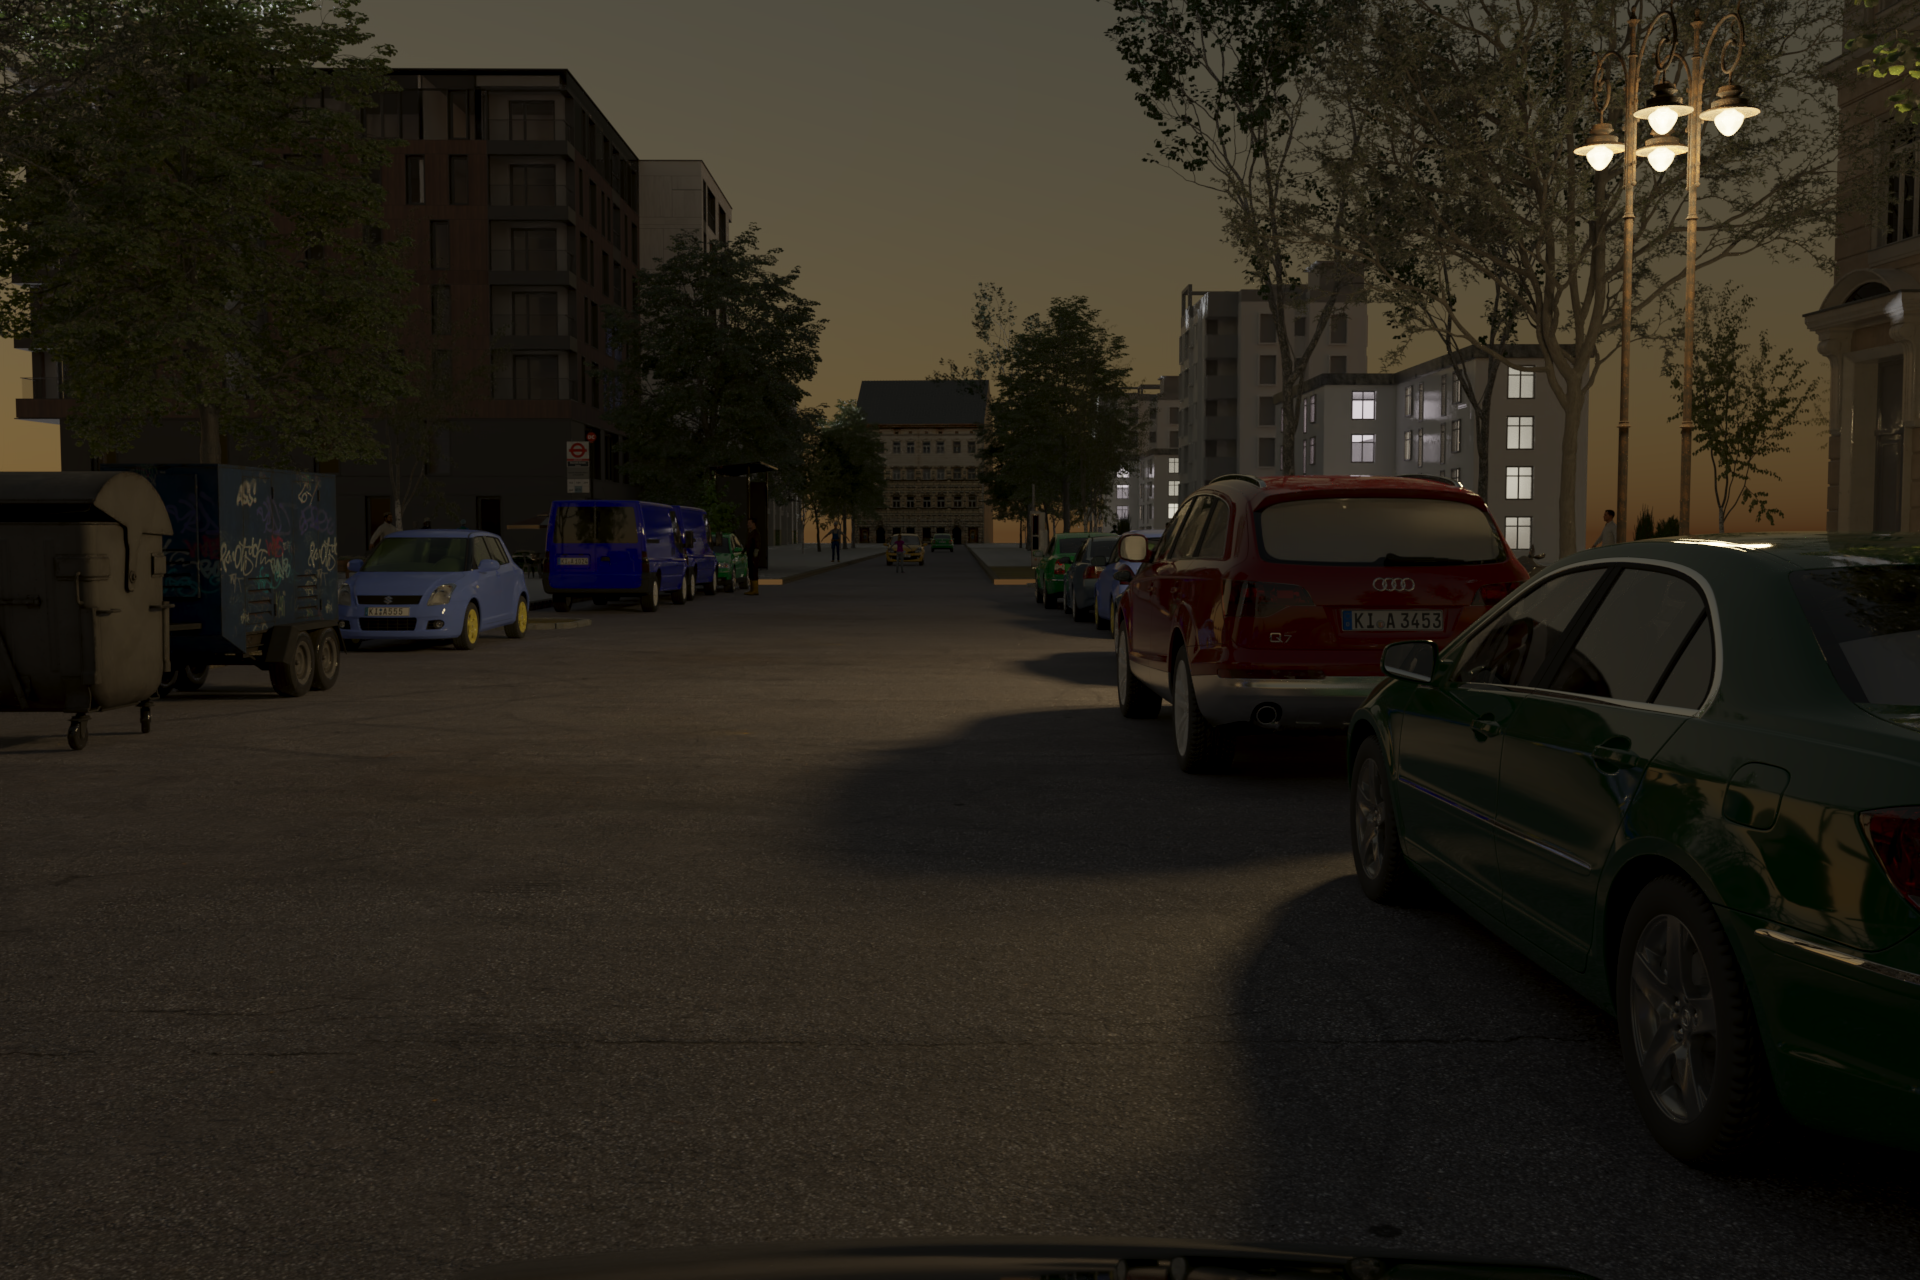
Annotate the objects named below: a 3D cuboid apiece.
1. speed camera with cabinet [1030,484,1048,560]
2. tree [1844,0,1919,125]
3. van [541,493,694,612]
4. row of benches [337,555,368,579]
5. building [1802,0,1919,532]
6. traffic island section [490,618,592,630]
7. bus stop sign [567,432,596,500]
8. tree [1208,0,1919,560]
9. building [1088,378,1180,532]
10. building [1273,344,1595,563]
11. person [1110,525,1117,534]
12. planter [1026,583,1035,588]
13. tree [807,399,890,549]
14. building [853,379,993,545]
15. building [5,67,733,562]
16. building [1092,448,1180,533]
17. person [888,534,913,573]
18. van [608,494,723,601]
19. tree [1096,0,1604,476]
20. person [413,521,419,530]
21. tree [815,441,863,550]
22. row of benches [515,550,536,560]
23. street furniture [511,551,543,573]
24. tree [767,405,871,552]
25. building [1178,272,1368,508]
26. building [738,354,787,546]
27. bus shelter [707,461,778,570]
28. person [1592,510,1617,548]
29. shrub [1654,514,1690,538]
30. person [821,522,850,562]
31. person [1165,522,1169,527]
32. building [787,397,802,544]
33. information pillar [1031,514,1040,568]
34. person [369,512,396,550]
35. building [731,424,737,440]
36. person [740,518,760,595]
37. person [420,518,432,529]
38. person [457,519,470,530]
[{"bbox_3d":[3.126,-4.529,68.390,0.660,3.252,2.038,0,4,-1],"label":"speed camera with cabinet"},{"bbox_3d":[9.051,-6.255,8.928,9.857,13.997,8.962,0,3,0],"label":"tree"},{"bbox_3d":[-6.501,-1.774,33.391,2.240,2.365,5.245,0,4,0],"label":"van"},{"bbox_3d":[-17.619,-2.144,50.514,1.422,0.672,4.104,2,4,29],"label":"row of benches"},{"bbox_3d":[24.313,-14.675,25.836,13.634,28.700,20.117,0,4,0],"label":"building"},{"bbox_3d":[-6.827,-0.248,26.920,1.991,0.108,1.994,0,4,1],"label":"traffic island section"},{"bbox_3d":[-9.886,-3.476,45.536,0.855,3.939,0.416,0,4,1],"label":"bus stop sign"},{"bbox_3d":[9.165,-7.062,25.831,12.009,13.543,11.850,0,3,0],"label":"tree"},{"bbox_3d":[21.323,-22.162,218.760,16.016,20.090,11.380,0,4,-1],"label":"building"},{"bbox_3d":[23.437,-9.082,90.637,9.099,9.664,28.070,0,3,0],"label":"building"},{"bbox_3d":[7.326,-4.649,82.736,1.216,1.740,0.721,-2,4,-27],"label":"person"},{"bbox_3d":[2.811,-1.588,47.104,1.991,0.319,1.994,0,3,0],"label":"planter"},{"bbox_3d":[-9.659,-13.881,145.073,7.486,12.596,7.792,0,3,0],"label":"tree"},{"bbox_3d":[-4.902,-25.209,245.554,18.063,23.208,19.493,0,4,5],"label":"building"},{"bbox_3d":[-27.966,-15.205,92.571,27.936,21.610,32.646,0,4,-1],"label":"building"},{"bbox_3d":[19.607,-14.783,183.847,9.099,9.664,28.070,0,4,0],"label":"building"},{"bbox_3d":[-2.190,-3.182,63.752,0.991,1.433,0.599,1,4,18],"label":"person"},{"bbox_3d":[-6.644,-2.102,38.757,2.240,2.365,5.245,0,4,0],"label":"van"},{"bbox_3d":[9.908,-11.638,46.164,12.611,20.169,13.585,0,3,0],"label":"tree"},{"bbox_3d":[-22.398,-3.981,71.218,0.705,1.813,1.348,0,4,7],"label":"person"},{"bbox_3d":[-9.545,-11.411,136.924,4.737,8.622,4.395,0,3,0],"label":"tree"},{"bbox_3d":[-16.878,-3.166,67.219,1.422,0.672,4.104,-1,4,-18],"label":"row of benches"},{"bbox_3d":[-13.561,-2.703,59.827,5.734,0.657,10.072,0,4,-6],"label":"street furniture"},{"bbox_3d":[-10.349,-11.666,125.159,8.767,10.594,7.601,-2,4,-35],"label":"tree"},{"bbox_3d":[21.858,-16.854,131.979,16.016,20.090,11.380,0,4,-1],"label":"building"},{"bbox_3d":[-28.070,-19.336,182.604,16.747,18.905,31.486,0,4,-1],"label":"building"},{"bbox_3d":[-7.349,-4.143,59.023,1.731,3.624,6.357,0,4,-1],"label":"bus shelter"},{"bbox_3d":[14.041,-1.922,37.573,0.704,1.810,1.344,0,4,-1],"label":"person"},{"bbox_3d":[28.054,-3.934,68.368,1.661,2.075,1.752,0,3,0],"label":"shrub"},{"bbox_3d":[-5.680,-4.479,79.095,1.347,1.847,0.705,0,4,3],"label":"person"},{"bbox_3d":[9.567,-4.509,79.872,0.704,1.843,1.345,1,4,20],"label":"person"},{"bbox_3d":[-29.634,-21.554,218.870,16.747,18.905,31.486,0,4,-1],"label":"building"},{"bbox_3d":[2.813,-3.680,64.652,0.304,2.012,0.304,0,4,-1],"label":"information pillar"},{"bbox_3d":[-14.030,-2.233,42.593,0.704,1.819,1.344,2,4,30],"label":"person"},{"bbox_3d":[-26.943,-15.991,127.903,16.747,18.905,31.486,0,4,0],"label":"building"},{"bbox_3d":[-4.881,-1.957,40.593,0.704,1.812,1.346,-1,4,-21],"label":"person"},{"bbox_3d":[-18.602,-3.350,60.553,0.705,1.856,1.354,2,4,34],"label":"person"},{"bbox_3d":[-18.130,-3.496,63.293,1.347,1.817,0.704,0,4,5],"label":"person"}]
